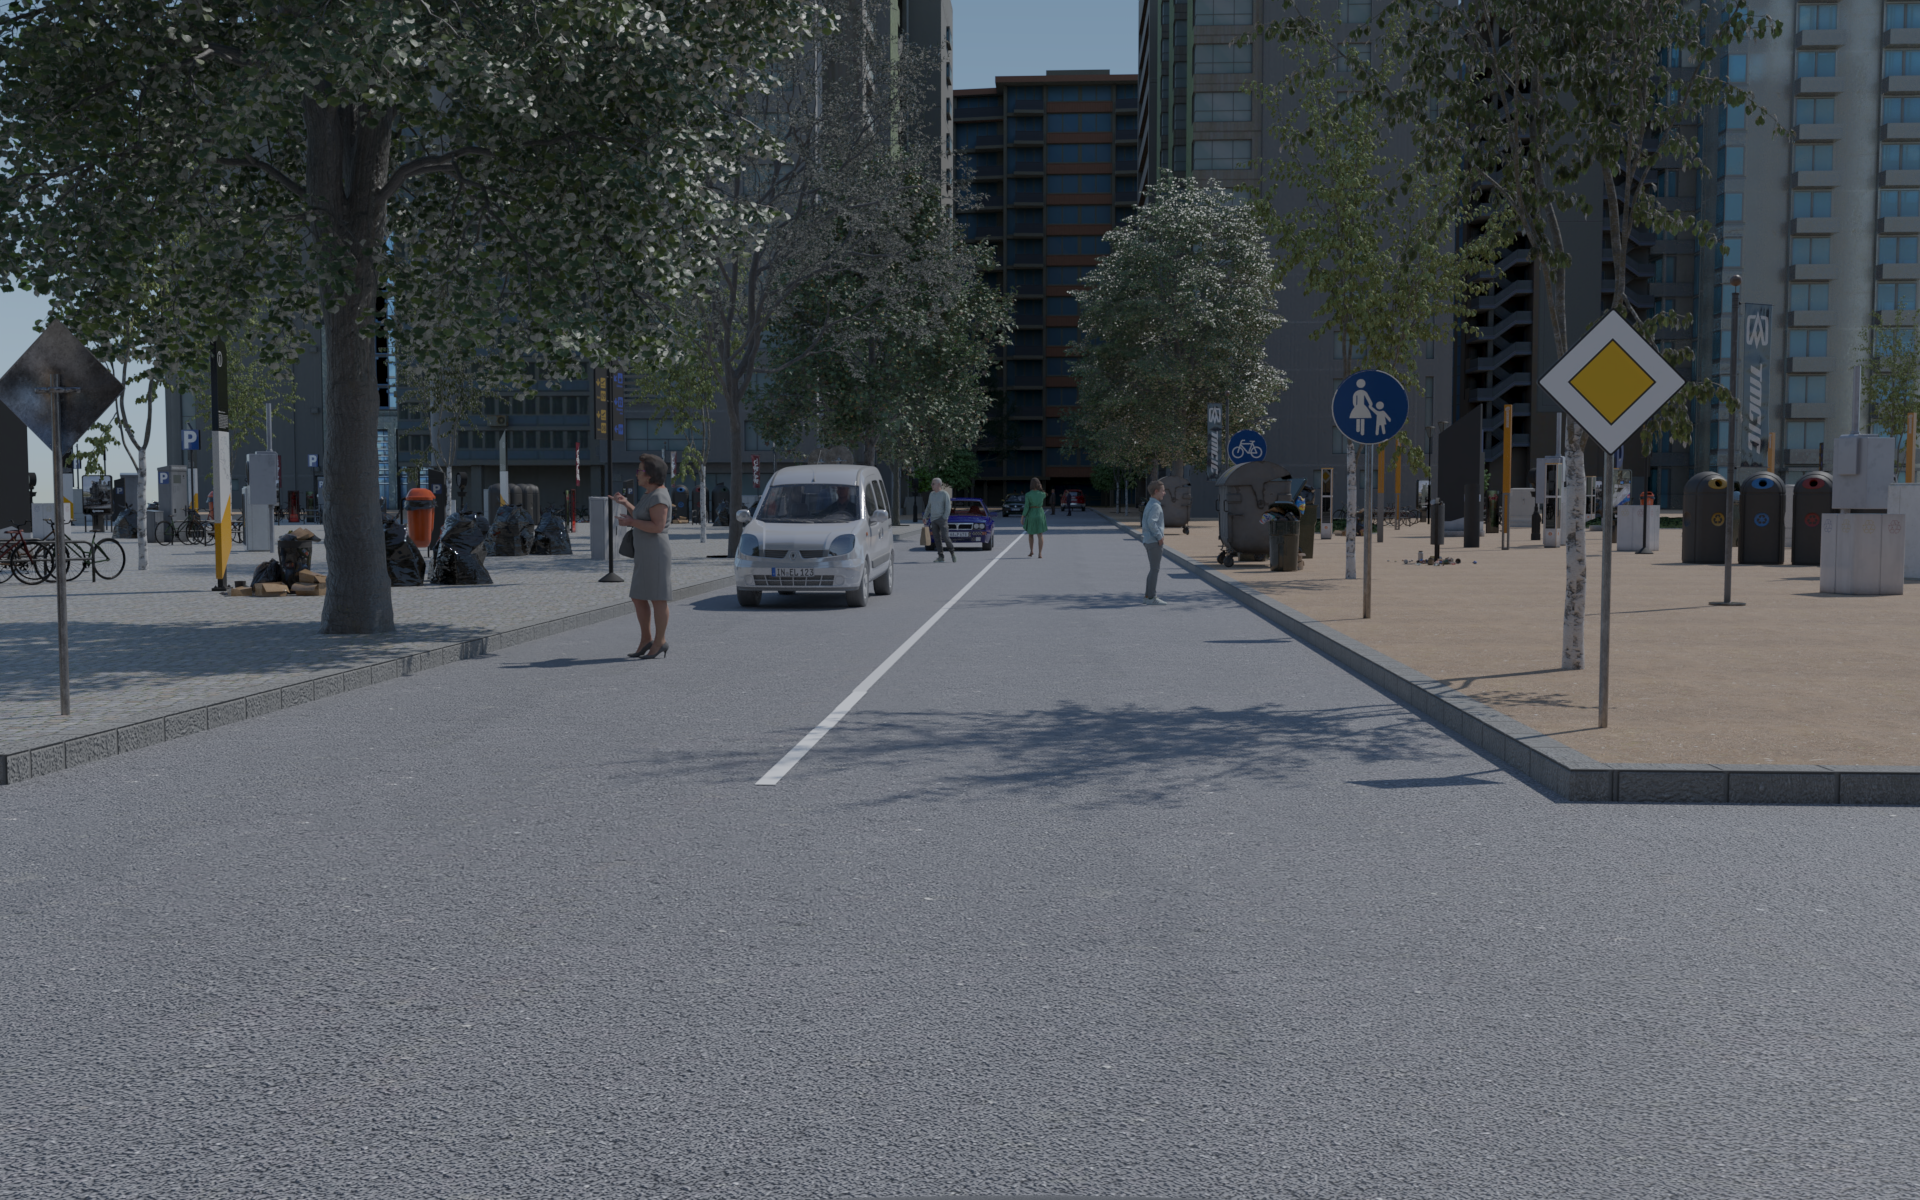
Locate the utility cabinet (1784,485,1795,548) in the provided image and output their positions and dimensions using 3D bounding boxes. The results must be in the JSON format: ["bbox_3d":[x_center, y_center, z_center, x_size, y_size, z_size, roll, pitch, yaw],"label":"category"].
[{"bbox_3d":[20.068,-1.970,40.882,1.173,1.500,0.318,-1,4,-15],"label":"utility cabinet"}]

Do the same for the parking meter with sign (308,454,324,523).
[{"bbox_3d":[-28.096,-4.933,76.907,0.543,3.016,1.738,1,4,21],"label":"parking meter with sign"}]

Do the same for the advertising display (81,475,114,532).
[{"bbox_3d":[-29.009,-3.245,58.275,0.974,1.923,0.123,0,4,-4],"label":"advertising display"}]

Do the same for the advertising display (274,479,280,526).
[{"bbox_3d":[-27.978,-3.961,69.971,0.974,1.923,0.123,-3,5,-41],"label":"advertising display"}]

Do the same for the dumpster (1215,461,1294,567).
[{"bbox_3d":[5.252,-1.537,30.889,1.264,1.857,1.865,0,4,3],"label":"dumpster"}]

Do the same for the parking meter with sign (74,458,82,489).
[{"bbox_3d":[-41.643,-5.325,83.330,0.543,3.016,1.738,2,4,31],"label":"parking meter with sign"}]

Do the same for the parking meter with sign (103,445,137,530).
[{"bbox_3d":[-29.587,-4.011,61.838,1.738,3.016,0.543,-2,4,-25],"label":"parking meter with sign"}]

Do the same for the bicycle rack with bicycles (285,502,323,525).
[{"bbox_3d":[-31.578,-4.099,80.398,2.852,0.926,2.925,2,4,27],"label":"bicycle rack with bicycles"}]

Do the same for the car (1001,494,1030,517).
[{"bbox_3d":[3.588,-6.051,108.726,2.009,1.686,4.222,0,4,5],"label":"car"}]

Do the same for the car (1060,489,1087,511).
[{"bbox_3d":[9.450,-8.315,144.626,2.281,1.827,5.304,0,4,4],"label":"car"}]

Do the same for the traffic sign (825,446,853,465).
[{"bbox_3d":[-3.185,-2.779,45.551,0.768,2.556,0.104,1,4,10],"label":"traffic sign"}]

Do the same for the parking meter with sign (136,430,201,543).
[{"bbox_3d":[-20.988,-3.048,46.095,0.543,3.016,1.738,1,4,14],"label":"parking meter with sign"}]

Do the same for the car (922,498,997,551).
[{"bbox_3d":[0.008,-1.990,45.121,1.945,1.354,3.894,0,4,2],"label":"car"}]

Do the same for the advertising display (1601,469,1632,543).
[{"bbox_3d":[17.155,-2.443,45.165,0.974,1.923,0.123,-2,4,-34],"label":"advertising display"}]

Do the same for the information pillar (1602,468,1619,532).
[{"bbox_3d":[18.523,-2.741,49.307,0.304,2.012,0.304,-1,4,-12],"label":"information pillar"}]

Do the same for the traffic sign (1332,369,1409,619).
[{"bbox_3d":[4.199,-1.082,17.798,0.768,2.556,0.104,1,4,11],"label":"traffic sign"}]

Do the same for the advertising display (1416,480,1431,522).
[{"bbox_3d":[20.946,-4.467,78.257,0.974,1.923,0.123,-3,5,-40],"label":"advertising display"}]

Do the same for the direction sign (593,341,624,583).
[{"bbox_3d":[-5.087,-2.028,25.159,0.379,3.537,0.876,1,4,16],"label":"direction sign"}]

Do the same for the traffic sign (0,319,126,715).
[{"bbox_3d":[-5.196,-0.389,10.001,0.795,2.450,0.064,0,4,3],"label":"traffic sign"}]

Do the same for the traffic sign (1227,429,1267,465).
[{"bbox_3d":[5.654,-2.084,34.182,0.768,2.556,0.104,0,4,5],"label":"traffic sign"}]

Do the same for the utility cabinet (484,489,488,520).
[{"bbox_3d":[-21.532,-4.389,80.446,1.173,1.500,0.318,1,4,22],"label":"utility cabinet"}]

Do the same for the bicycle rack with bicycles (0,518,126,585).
[{"bbox_3d":[-13.630,-0.718,25.117,2.852,0.926,2.925,3,5,43],"label":"bicycle rack with bicycles"}]

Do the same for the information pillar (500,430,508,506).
[{"bbox_3d":[-16.683,-4.406,63.396,0.183,3.616,0.504,-3,5,-41],"label":"information pillar"}]

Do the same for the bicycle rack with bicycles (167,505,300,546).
[{"bbox_3d":[-18.770,-1.846,43.571,2.852,0.926,2.925,3,5,42],"label":"bicycle rack with bicycles"}]

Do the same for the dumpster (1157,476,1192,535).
[{"bbox_3d":[6.722,-3.011,54.989,1.264,1.857,1.865,0,4,4],"label":"dumpster"}]

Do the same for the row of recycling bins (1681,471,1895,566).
[{"bbox_3d":[15.026,-1.490,31.467,3.534,1.692,1.069,2,4,26],"label":"row of recycling bins"}]

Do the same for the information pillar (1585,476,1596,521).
[{"bbox_3d":[25.996,-4.094,71.426,0.304,2.012,0.304,-3,5,-43],"label":"information pillar"}]

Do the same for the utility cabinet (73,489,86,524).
[{"bbox_3d":[-37.152,-3.894,72.349,0.318,1.500,1.173,2,4,29],"label":"utility cabinet"}]

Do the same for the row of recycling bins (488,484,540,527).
[{"bbox_3d":[-17.712,-3.785,69.003,1.069,1.692,3.534,1,4,11],"label":"row of recycling bins"}]

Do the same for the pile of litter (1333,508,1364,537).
[{"bbox_3d":[11.993,-2.384,52.939,1.176,0.858,1.719,1,4,21],"label":"pile of litter"}]

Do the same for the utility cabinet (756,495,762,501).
[{"bbox_3d":[-7.686,-3.642,70.712,1.020,1.237,0.306,0,4,2],"label":"utility cabinet"}]

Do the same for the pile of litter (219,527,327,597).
[{"bbox_3d":[-8.494,-0.493,22.023,1.719,0.858,1.176,1,4,13],"label":"pile of litter"}]

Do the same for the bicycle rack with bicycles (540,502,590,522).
[{"bbox_3d":[-18.034,-4.086,80.192,2.925,0.926,2.852,2,4,27],"label":"bicycle rack with bicycles"}]

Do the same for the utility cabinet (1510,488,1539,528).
[{"bbox_3d":[21.231,-3.460,65.242,0.318,1.500,1.173,-2,4,-35],"label":"utility cabinet"}]

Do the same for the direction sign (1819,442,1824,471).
[{"bbox_3d":[37.897,-5.156,76.290,0.379,3.537,0.876,1,4,18],"label":"direction sign"}]

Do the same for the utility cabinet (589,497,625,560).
[{"bbox_3d":[-6.993,-1.413,34.270,0.306,1.237,1.020,0,4,8],"label":"utility cabinet"}]

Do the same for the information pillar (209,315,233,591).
[{"bbox_3d":[-9.803,-1.933,22.966,0.183,3.616,0.504,0,4,-8],"label":"information pillar"}]

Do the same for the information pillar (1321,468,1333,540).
[{"bbox_3d":[10.368,-2.719,48.951,0.304,2.012,0.304,1,4,17],"label":"information pillar"}]

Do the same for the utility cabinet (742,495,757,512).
[{"bbox_3d":[-9.941,-4.268,80.951,1.020,1.237,0.306,2,4,26],"label":"utility cabinet"}]

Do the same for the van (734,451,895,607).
[{"bbox_3d":[-1.896,-0.999,23.346,2.013,2.044,4.112,0,4,5],"label":"van"}]

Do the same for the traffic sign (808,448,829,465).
[{"bbox_3d":[-3.815,-2.902,47.558,0.768,2.556,0.104,1,4,9],"label":"traffic sign"}]

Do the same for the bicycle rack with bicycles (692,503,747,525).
[{"bbox_3d":[-10.034,-3.597,72.198,2.852,0.926,2.925,0,4,-2],"label":"bicycle rack with bicycles"}]

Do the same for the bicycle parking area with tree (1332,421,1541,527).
[{"bbox_3d":[19.275,-5.124,70.783,9.016,4.147,8.231,1,4,23],"label":"bicycle parking area with tree"}]

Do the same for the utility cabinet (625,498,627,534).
[{"bbox_3d":[-8.054,-1.744,39.678,1.020,1.237,0.306,3,5,40],"label":"utility cabinet"}]

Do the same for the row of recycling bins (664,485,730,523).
[{"bbox_3d":[-12.008,-4.272,76.955,3.534,1.692,1.069,-1,4,-13],"label":"row of recycling bins"}]

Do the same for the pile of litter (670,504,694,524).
[{"bbox_3d":[-12.252,-3.715,74.706,1.719,0.858,1.176,-2,4,-25],"label":"pile of litter"}]

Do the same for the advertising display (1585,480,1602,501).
[{"bbox_3d":[29.502,-4.628,80.877,0.974,1.923,0.123,2,4,31],"label":"advertising display"}]

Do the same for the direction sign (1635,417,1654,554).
[{"bbox_3d":[14.654,-2.752,36.990,0.379,3.537,0.876,1,4,8],"label":"direction sign"}]

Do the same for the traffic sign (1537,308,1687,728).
[{"bbox_3d":[3.531,-0.356,9.458,0.795,2.450,0.064,0,4,3],"label":"traffic sign"}]

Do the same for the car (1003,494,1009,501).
[{"bbox_3d":[4.075,-7.167,127.398,2.015,1.641,3.980,0,4,2],"label":"car"}]
